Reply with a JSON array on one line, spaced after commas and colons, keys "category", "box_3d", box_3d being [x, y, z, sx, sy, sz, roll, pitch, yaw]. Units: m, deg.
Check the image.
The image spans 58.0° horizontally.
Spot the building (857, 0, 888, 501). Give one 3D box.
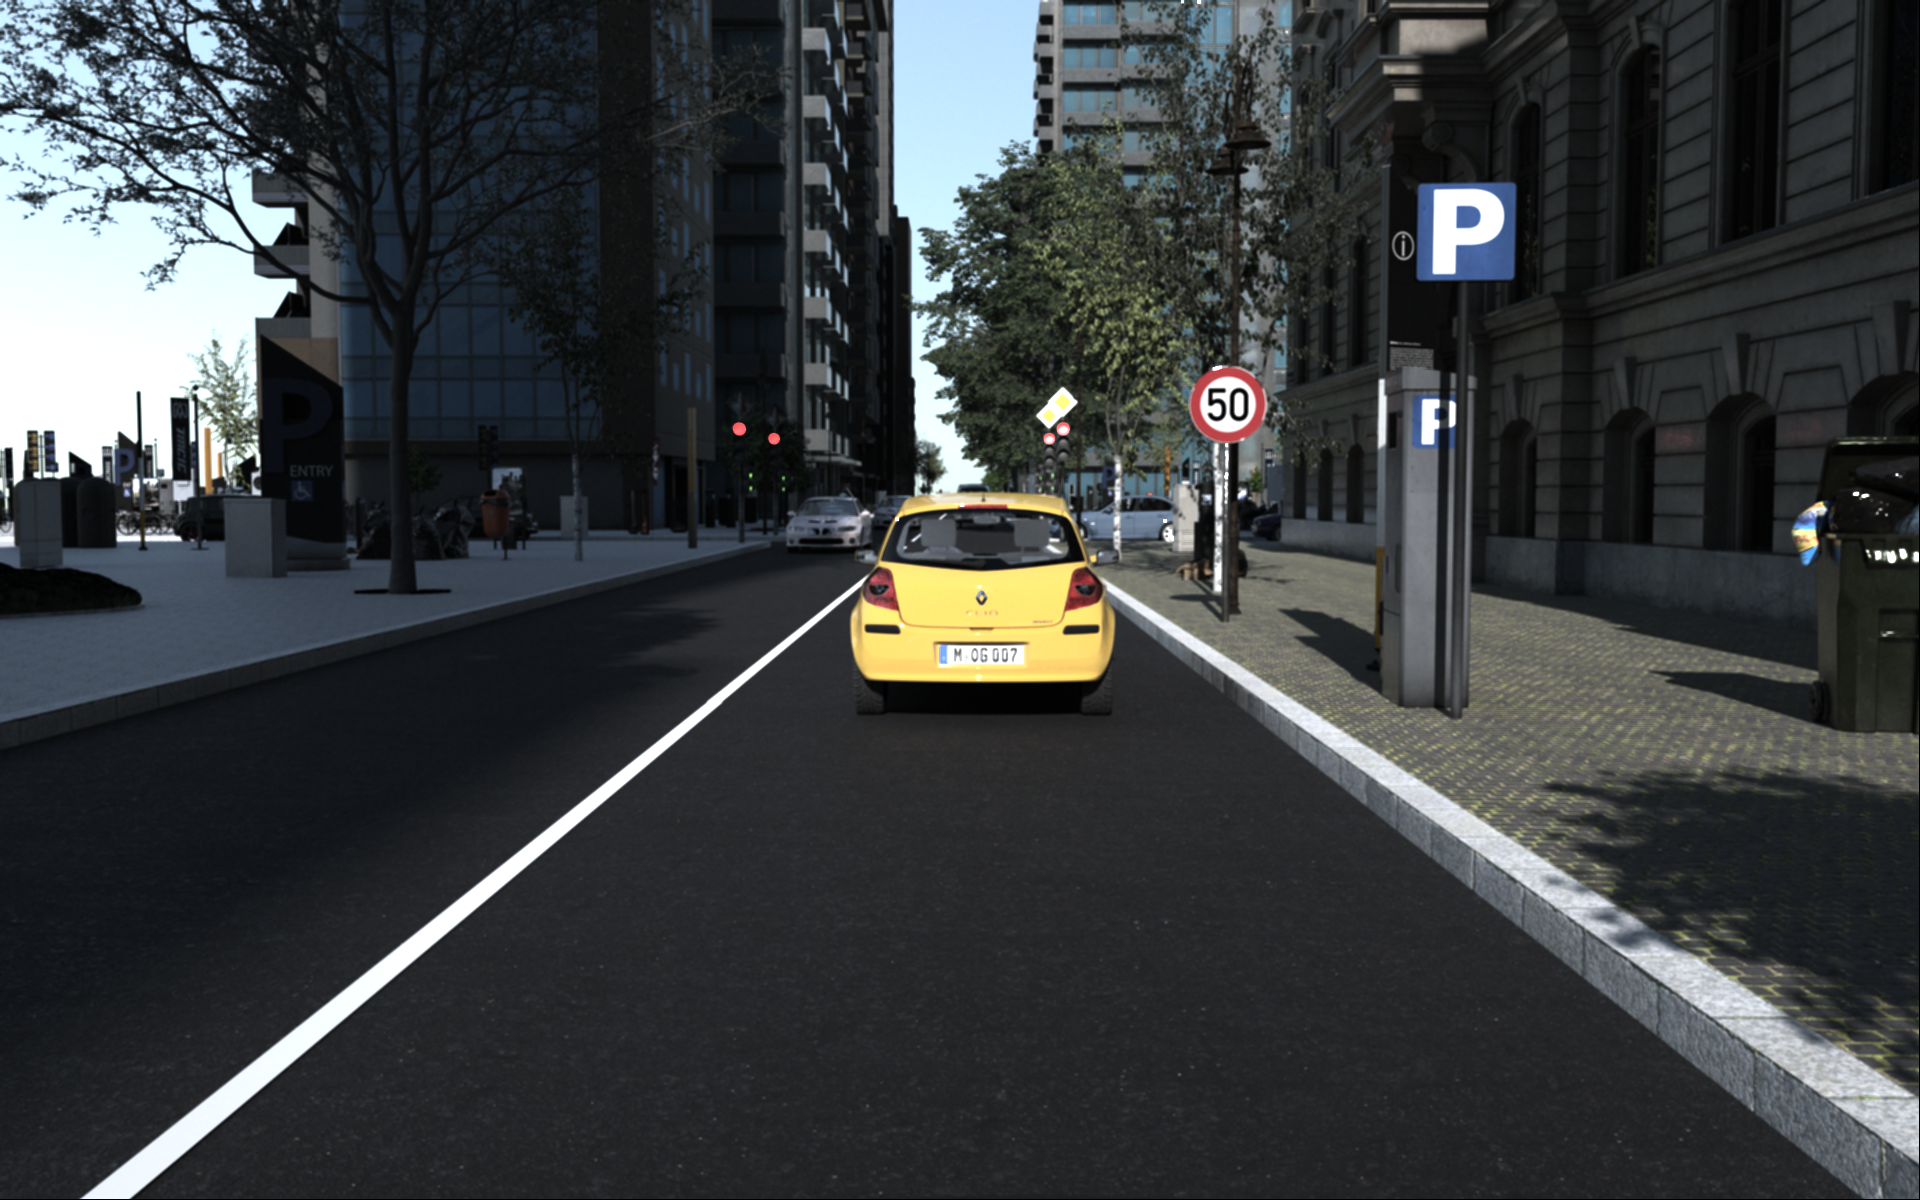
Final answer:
[{"category": "building", "box_3d": [-21.960, -35.611, 171.480, 28.713, 52.752, 27.495, 0, 4, 0]}]

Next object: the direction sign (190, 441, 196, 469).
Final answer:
[{"category": "direction sign", "box_3d": [-33.106, -5.050, 74.560, 0.876, 3.537, 0.379, 2, 4, 32]}]

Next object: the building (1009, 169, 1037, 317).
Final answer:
[{"category": "building", "box_3d": [17.471, -35.134, 229.071, 22.147, 44.769, 28.867, 0, 4, 0]}]

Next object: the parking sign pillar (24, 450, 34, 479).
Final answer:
[{"category": "parking sign pillar", "box_3d": [-57.263, -7.218, 106.483, 1.447, 3.967, 1.447, -2, 4, -32]}]

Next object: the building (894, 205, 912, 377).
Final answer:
[{"category": "building", "box_3d": [-14.690, -37.998, 271.371, 14.600, 45.320, 14.200, 0, 4, 0]}]

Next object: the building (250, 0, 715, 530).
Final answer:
[{"category": "building", "box_3d": [-17.521, -25.473, 66.598, 14.600, 45.320, 14.200, 0, 4, 0]}]

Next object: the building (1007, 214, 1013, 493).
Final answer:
[{"category": "building", "box_3d": [13.746, -34.688, 250.748, 14.154, 41.232, 14.086, 0, 4, 0]}]

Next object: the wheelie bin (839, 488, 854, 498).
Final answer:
[{"category": "wheelie bin", "box_3d": [-5.736, -4.868, 87.493, 0.693, 1.594, 0.980, 0, 4, 2]}]

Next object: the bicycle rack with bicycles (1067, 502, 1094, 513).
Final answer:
[{"category": "bicycle rack with bicycles", "box_3d": [4.819, -3.829, 75.993, 2.925, 0.926, 2.852, 0, 4, -2]}]

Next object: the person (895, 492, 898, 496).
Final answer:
[{"category": "person", "box_3d": [-7.715, -12.123, 207.438, 1.217, 1.736, 0.721, 0, 4, 1]}]

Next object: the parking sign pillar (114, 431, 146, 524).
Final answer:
[{"category": "parking sign pillar", "box_3d": [-35.481, -5.234, 74.041, 1.447, 3.967, 1.447, 1, 4, 17]}]

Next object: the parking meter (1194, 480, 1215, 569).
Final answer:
[{"category": "parking meter", "box_3d": [4.079, -1.245, 28.772, 0.372, 1.533, 0.369, 0, 3, 0]}]

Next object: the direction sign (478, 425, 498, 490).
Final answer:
[{"category": "direction sign", "box_3d": [-15.569, -3.990, 57.227, 0.379, 3.537, 0.876, 2, 4, 28]}]

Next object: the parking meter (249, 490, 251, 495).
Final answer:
[{"category": "parking meter", "box_3d": [-39.001, -5.288, 94.867, 0.372, 1.533, 0.369, 0, 3, 0]}]

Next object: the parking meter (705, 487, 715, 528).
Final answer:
[{"category": "parking meter", "box_3d": [-9.550, -3.535, 66.213, 0.372, 1.533, 0.369, 0, 3, 0]}]

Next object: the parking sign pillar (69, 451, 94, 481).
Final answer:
[{"category": "parking sign pillar", "box_3d": [-55.075, -7.347, 108.602, 1.447, 3.967, 1.447, 3, 5, 45]}]

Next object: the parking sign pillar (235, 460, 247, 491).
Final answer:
[{"category": "parking sign pillar", "box_3d": [-47.440, -7.748, 115.152, 1.447, 3.967, 1.447, -1, 4, -14]}]

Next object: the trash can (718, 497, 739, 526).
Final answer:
[{"category": "trash can", "box_3d": [-9.534, -3.605, 70.591, 0.748, 1.137, 0.748, 0, 3, 0]}]

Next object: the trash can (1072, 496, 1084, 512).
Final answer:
[{"category": "trash can", "box_3d": [7.062, -5.615, 103.453, 0.748, 1.137, 0.748, 0, 3, 0]}]

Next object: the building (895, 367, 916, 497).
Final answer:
[{"category": "building", "box_3d": [-20.724, -24.807, 250.625, 27.650, 21.520, 28.899, 0, 4, 0]}]

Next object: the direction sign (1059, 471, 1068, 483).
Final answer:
[{"category": "direction sign", "box_3d": [7.005, -7.716, 118.154, 0.876, 3.537, 0.379, 2, 4, 35]}]

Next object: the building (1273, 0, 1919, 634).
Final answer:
[{"category": "building", "box_3d": [13.098, -12.640, 25.743, 14.460, 24.649, 34.723, 0, 4, 0]}]

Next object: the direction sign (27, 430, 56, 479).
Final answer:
[{"category": "direction sign", "box_3d": [-32.670, -4.261, 61.663, 0.876, 3.537, 0.379, -1, 4, -21]}]

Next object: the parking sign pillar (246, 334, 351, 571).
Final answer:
[{"category": "parking sign pillar", "box_3d": [-11.123, -2.498, 29.315, 1.447, 3.967, 1.447, -1, 4, -11]}]

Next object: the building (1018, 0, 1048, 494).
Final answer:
[{"category": "building", "box_3d": [17.441, -53.379, 185.411, 22.319, 86.520, 31.000, 0, 4, 0]}]

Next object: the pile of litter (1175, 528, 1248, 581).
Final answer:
[{"category": "pile of litter", "box_3d": [3.799, -0.764, 26.459, 1.176, 0.858, 1.719, 3, 5, 39]}]

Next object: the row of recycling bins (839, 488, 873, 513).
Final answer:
[{"category": "row of recycling bins", "box_3d": [-7.596, -6.745, 117.398, 3.534, 1.692, 1.069, 1, 4, 13]}]

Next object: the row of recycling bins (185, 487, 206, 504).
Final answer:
[{"category": "row of recycling bins", "box_3d": [-42.187, -5.408, 95.533, 1.069, 1.692, 3.534, -3, 4, -37]}]

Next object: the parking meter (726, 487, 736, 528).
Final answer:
[{"category": "parking meter", "box_3d": [-8.752, -3.531, 66.147, 0.372, 1.533, 0.369, 0, 3, 0]}]

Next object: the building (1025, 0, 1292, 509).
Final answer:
[{"category": "building", "box_3d": [17.914, -32.800, 155.881, 23.786, 49.044, 30.456, 0, 4, 0]}]

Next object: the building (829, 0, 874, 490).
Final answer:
[{"category": "building", "box_3d": [-18.671, -29.905, 143.574, 22.147, 44.769, 28.867, 0, 4, 0]}]

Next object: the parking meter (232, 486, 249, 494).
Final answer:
[{"category": "parking meter", "box_3d": [-23.738, -2.970, 56.979, 0.372, 1.533, 0.369, 0, 3, 0]}]

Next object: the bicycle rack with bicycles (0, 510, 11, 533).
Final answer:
[{"category": "bicycle rack with bicycles", "box_3d": [-31.100, -2.682, 57.237, 2.852, 0.926, 2.925, 0, 4, -7]}]

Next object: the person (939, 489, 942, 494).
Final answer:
[{"category": "person", "box_3d": [-1.610, -8.214, 142.827, 0.705, 1.821, 1.348, 2, 4, 29]}]

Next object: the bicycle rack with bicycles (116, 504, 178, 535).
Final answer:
[{"category": "bicycle rack with bicycles", "box_3d": [-25.802, -2.544, 54.968, 2.925, 0.926, 2.852, 0, 4, -1]}]

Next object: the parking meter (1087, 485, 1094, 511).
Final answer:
[{"category": "parking meter", "box_3d": [8.751, -6.767, 116.351, 0.399, 1.863, 0.255, -1, 4, -19]}]

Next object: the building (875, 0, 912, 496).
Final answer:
[{"category": "building", "box_3d": [-16.725, -48.060, 224.031, 20.563, 71.187, 20.611, 0, 4, 0]}]

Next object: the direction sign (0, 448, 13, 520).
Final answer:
[{"category": "direction sign", "box_3d": [-46.601, -5.652, 84.410, 0.379, 3.537, 0.876, 3, 4, 37]}]

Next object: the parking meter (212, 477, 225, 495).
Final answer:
[{"category": "parking meter", "box_3d": [-24.763, -3.188, 57.831, 0.255, 1.863, 0.399, 3, 5, 42]}]

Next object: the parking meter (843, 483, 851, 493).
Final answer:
[{"category": "parking meter", "box_3d": [-5.951, -5.221, 91.070, 0.399, 1.863, 0.255, 1, 4, 22]}]

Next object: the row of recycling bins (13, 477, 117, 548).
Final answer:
[{"category": "row of recycling bins", "box_3d": [-21.746, -2.133, 41.989, 3.534, 1.692, 1.069, 2, 4, 33]}]

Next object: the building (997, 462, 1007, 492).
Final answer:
[{"category": "building", "box_3d": [12.944, -31.157, 281.121, 14.160, 30.474, 14.107, 0, 4, 0]}]

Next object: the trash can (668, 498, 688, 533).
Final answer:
[{"category": "trash can", "box_3d": [-9.327, -2.809, 57.580, 0.748, 1.137, 0.748, 0, 3, 0]}]

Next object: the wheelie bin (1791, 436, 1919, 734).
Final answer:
[{"category": "wheelie bin", "box_3d": [5.091, -0.094, 9.442, 0.980, 1.594, 0.693, 1, 4, 14]}]

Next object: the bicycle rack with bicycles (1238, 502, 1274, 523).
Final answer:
[{"category": "bicycle rack with bicycles", "box_3d": [13.116, -3.837, 76.124, 2.852, 0.926, 2.925, 1, 4, 22]}]

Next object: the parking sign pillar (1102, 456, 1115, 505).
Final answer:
[{"category": "parking sign pillar", "box_3d": [10.586, -8.106, 121.004, 1.447, 3.967, 1.447, 2, 4, 33]}]

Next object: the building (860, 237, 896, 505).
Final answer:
[{"category": "building", "box_3d": [-14.555, -25.773, 193.092, 14.160, 30.474, 14.107, 0, 4, 0]}]

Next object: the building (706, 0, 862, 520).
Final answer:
[{"category": "building", "box_3d": [-18.085, -29.284, 98.399, 23.786, 49.044, 30.456, 0, 4, 0]}]

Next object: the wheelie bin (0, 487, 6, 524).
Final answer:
[{"category": "wheelie bin", "box_3d": [-40.146, -3.920, 71.992, 0.693, 1.594, 0.980, 2, 4, 32]}]

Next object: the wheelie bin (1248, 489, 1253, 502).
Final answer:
[{"category": "wheelie bin", "box_3d": [17.128, -5.885, 104.125, 0.980, 1.594, 0.693, -3, 4, -38]}]

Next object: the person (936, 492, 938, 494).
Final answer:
[{"category": "person", "box_3d": [-3.114, -14.208, 241.516, 0.721, 1.736, 1.217, 2, 4, 33]}]
